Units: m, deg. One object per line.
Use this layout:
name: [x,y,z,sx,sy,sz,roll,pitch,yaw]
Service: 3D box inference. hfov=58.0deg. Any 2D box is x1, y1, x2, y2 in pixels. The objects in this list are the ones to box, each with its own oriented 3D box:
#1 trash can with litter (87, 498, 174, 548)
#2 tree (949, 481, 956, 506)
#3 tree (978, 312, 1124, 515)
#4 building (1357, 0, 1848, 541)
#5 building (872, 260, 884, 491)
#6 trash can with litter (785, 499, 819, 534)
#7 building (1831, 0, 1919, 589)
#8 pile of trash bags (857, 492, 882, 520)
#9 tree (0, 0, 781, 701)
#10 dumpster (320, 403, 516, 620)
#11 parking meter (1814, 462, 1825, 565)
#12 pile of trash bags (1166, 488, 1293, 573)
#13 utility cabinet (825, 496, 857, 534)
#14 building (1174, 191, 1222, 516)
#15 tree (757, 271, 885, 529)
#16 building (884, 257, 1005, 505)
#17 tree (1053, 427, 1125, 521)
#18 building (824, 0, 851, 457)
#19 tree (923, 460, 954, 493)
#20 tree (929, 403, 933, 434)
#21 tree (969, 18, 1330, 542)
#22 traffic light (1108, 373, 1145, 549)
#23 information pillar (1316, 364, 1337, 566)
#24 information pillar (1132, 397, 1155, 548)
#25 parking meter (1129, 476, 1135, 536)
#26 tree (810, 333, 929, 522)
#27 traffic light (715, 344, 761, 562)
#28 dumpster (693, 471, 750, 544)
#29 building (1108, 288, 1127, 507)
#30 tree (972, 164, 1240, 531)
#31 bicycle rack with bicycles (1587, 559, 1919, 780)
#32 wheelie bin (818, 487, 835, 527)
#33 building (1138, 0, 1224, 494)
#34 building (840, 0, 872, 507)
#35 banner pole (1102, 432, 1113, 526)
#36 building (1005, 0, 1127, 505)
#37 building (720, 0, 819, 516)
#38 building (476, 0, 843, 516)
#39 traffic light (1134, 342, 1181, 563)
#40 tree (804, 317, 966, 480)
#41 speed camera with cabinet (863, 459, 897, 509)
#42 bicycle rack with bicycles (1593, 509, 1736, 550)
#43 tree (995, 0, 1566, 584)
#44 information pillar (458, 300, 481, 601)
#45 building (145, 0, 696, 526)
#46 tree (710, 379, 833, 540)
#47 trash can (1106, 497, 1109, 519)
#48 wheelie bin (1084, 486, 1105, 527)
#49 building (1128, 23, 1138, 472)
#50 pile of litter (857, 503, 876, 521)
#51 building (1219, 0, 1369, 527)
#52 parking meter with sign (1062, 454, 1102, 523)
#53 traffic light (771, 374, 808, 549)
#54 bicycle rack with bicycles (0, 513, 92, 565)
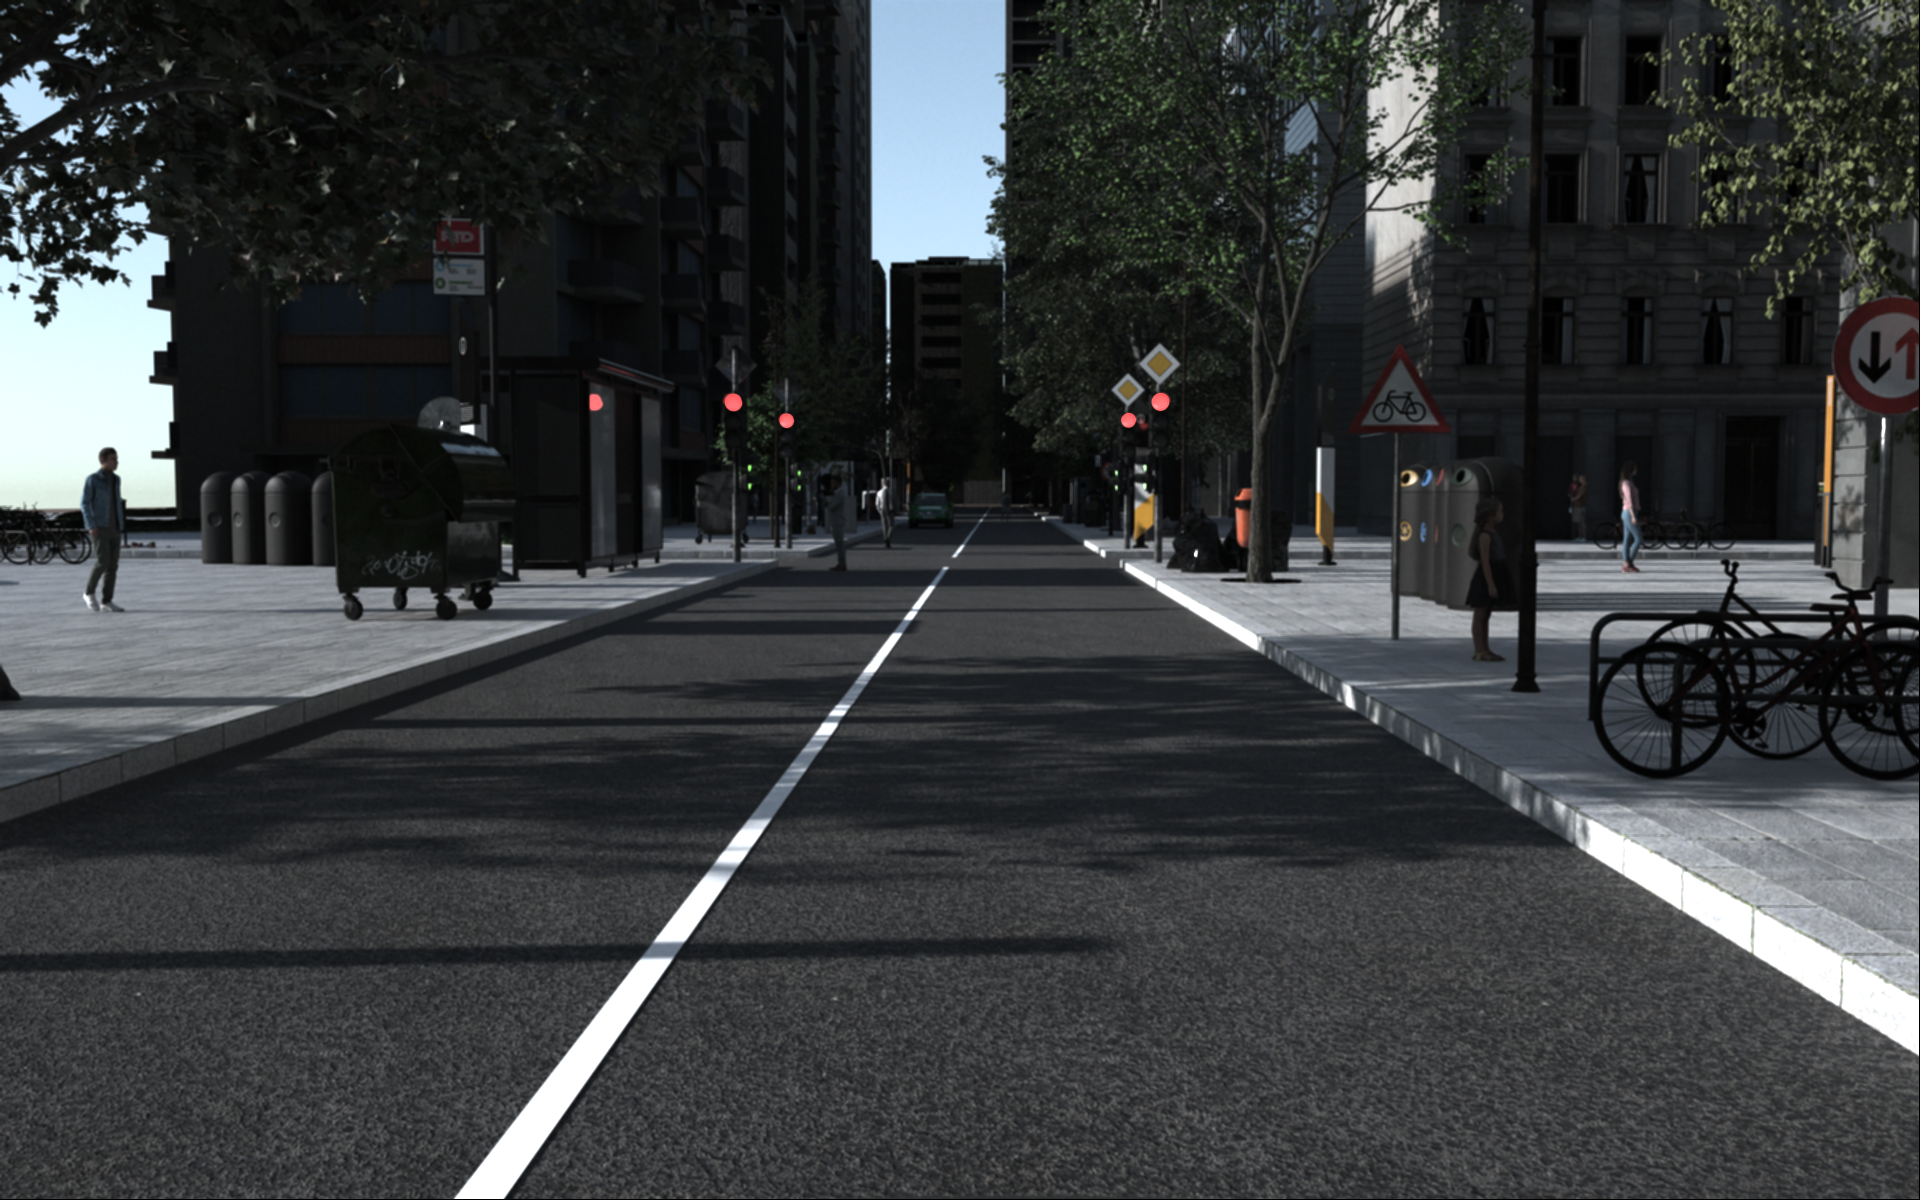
trash can with litter: [-19.878,-1.850,41.311,2.233,1.210,1.678,1,4,16]
tree: [-0.954,-12.161,193.433,1.663,3.219,1.824,0,3,0]
tree: [5.793,-11.535,105.612,9.611,12.733,9.660,0,3,0]
building: [21.909,-12.382,51.596,18.267,20.994,9.793,0,4,1]
building: [-16.372,-27.086,214.556,14.107,30.474,14.160,0,4,1]
trash can with litter: [-5.028,-2.681,55.228,1.055,1.170,0.624,-1,4,-9]
building: [17.262,-14.134,8.584,11.434,29.767,29.804,0,4,1]
pile of trash bags: [-4.600,-4.684,86.336,1.912,1.369,3.447,-1,4,-16]
tree: [-6.257,-5.707,10.324,9.611,12.733,9.660,0,3,0]
dumpster: [-5.707,-0.968,18.325,1.502,2.255,1.985,0,4,1]
parking meter: [15.566,-1.556,31.146,0.255,1.863,0.399,3,5,41]
pile of trash bags: [4.520,-1.145,28.472,1.912,1.369,3.447,0,4,-1]
utility cabinet: [-3.873,-2.756,56.223,1.020,1.237,0.306,-2,4,-28]
building: [19.115,-15.404,106.605,10.420,20.320,16.860,0,4,1]
tree: [-4.897,-6.539,57.277,4.737,8.622,4.395,0,3,0]
building: [-1.498,-27.039,213.783,14.107,30.474,14.160,0,4,1]
tree: [6.119,-6.003,81.868,4.285,4.588,4.351,0,3,0]
building: [-17.046,-30.651,151.256,14.600,45.320,14.200,0,4,1]
tree: [-2.026,-11.113,165.408,4.285,4.588,4.351,0,3,0]
tree: [-3.777,-10.248,117.921,4.360,8.622,3.978,0,3,0]
tree: [5.138,-8.567,46.719,9.857,13.997,8.962,0,3,0]
traffic light: [3.873,-3.139,40.247,0.839,4.253,0.868,0,4,1]
information pillar: [6.561,-2.427,31.029,0.183,3.616,0.504,3,5,43]
information pillar: [4.361,-3.037,41.014,0.504,3.616,0.183,2,4,25]
parking meter: [5.372,-2.910,53.285,0.399,1.863,0.255,-2,4,-34]
tree: [-4.408,-7.857,78.826,4.360,8.622,3.978,0,3,0]
traffic light: [-4.174,-2.661,32.432,0.839,4.253,0.868,0,4,1]
dumpster: [-6.184,-2.399,44.981,1.264,1.857,1.865,0,4,1]
building: [22.046,-24.730,176.032,14.160,30.474,14.107,0,4,1]
tree: [5.396,-9.171,60.319,12.009,13.543,11.850,0,3,0]
bicycle rack with bicycles: [4.470,0.290,8.637,2.925,0.926,2.852,1,4,9]
wheelie bin: [-5.099,-3.629,67.243,0.693,1.594,0.980,1,4,12]
building: [24.672,-30.919,129.223,21.300,48.544,21.600,0,4,1]
building: [-19.743,-44.961,173.360,20.611,71.187,20.563,0,4,1]
banner pole: [5.924,-4.838,69.111,0.863,3.779,0.401,0,4,-6]
building: [15.938,-47.547,215.643,20.611,71.187,20.563,0,4,1]
building: [-16.138,-20.276,103.220,14.160,30.474,14.107,0,4,1]
building: [-20.548,-29.066,129.855,22.147,44.769,28.867,0,4,1]
traffic light: [3.685,-2.651,32.264,0.839,4.253,0.868,0,4,1]
tree: [-3.856,-9.557,90.666,8.767,10.594,7.601,-1,4,-18]
speed camera with cabinet: [-4.504,-6.273,96.899,2.038,3.252,0.660,3,4,36]
bicycle rack with bicycles: [16.543,-1.652,40.400,2.925,0.926,2.852,2,4,33]
tree: [4.536,-6.063,24.889,9.928,11.665,9.643,0,3,0]
information pillar: [-5.884,-1.802,20.820,0.183,3.616,0.504,-3,4,-36]
building: [-21.157,-25.617,73.461,22.147,44.769,28.867,0,4,1]
tree: [-5.413,-3.995,49.038,4.285,4.588,4.351,0,3,0]
trash can: [7.353,-4.642,87.550,0.748,1.137,0.748,0,3,0]
wheelie bin: [5.220,-3.625,67.170,0.693,1.594,0.980,2,4,24]
building: [25.441,-37.417,153.767,21.231,58.520,28.212,0,4,1]
pile of litter: [-4.784,-4.173,82.196,1.719,0.858,1.176,-1,4,-9]
building: [19.623,-18.623,81.978,11.434,29.767,29.804,0,4,1]
parking meter with sign: [5.353,-4.876,75.978,1.738,3.016,0.543,-2,4,-25]
traffic light: [-3.987,-3.150,40.415,0.839,4.253,0.868,0,4,1]
bicycle rack with bicycles: [-17.249,-1.148,32.149,2.925,0.926,2.852,1,4,18]
